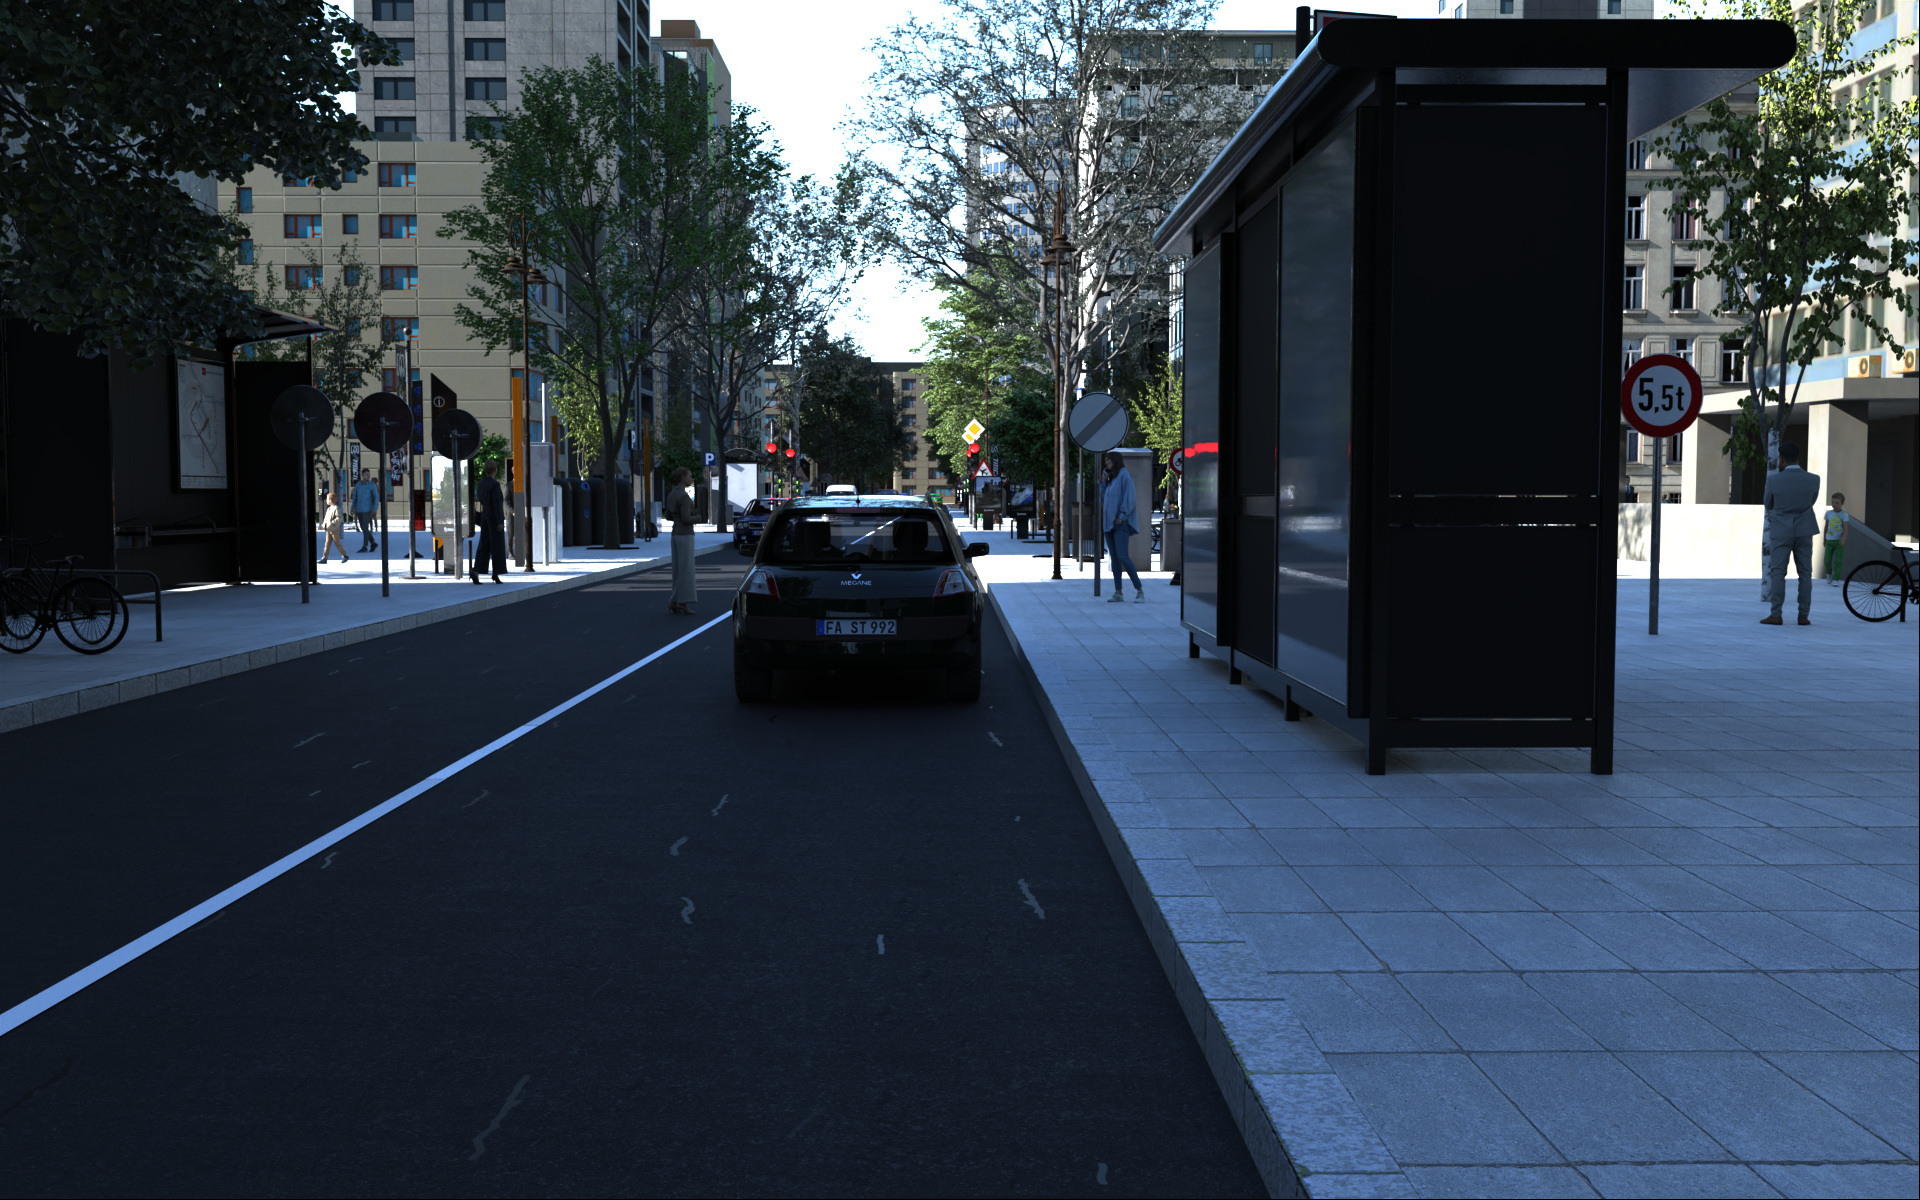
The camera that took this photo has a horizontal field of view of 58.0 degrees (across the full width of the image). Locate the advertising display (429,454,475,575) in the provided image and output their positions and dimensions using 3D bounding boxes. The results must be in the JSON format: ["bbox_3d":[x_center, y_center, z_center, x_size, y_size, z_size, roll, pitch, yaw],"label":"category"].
[{"bbox_3d":[-8.110,-1.374,27.674,0.974,1.923,0.123,3,4,36],"label":"advertising display"}]

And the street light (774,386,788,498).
[{"bbox_3d":[-7.481,-6.102,72.549,0.468,5.910,1.993,0,4,-1],"label":"street light"}]

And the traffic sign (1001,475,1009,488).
[{"bbox_3d":[2.378,-6.008,98.335,0.768,2.556,0.104,0,4,4],"label":"traffic sign"}]

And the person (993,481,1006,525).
[{"bbox_3d":[1.614,-4.109,73.035,0.655,1.846,0.447,1,4,9],"label":"person"}]

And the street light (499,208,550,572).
[{"bbox_3d":[-7.090,-3.398,28.346,0.468,5.910,1.993,0,4,-1],"label":"street light"}]

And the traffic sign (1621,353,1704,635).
[{"bbox_3d":[6.333,-0.956,15.742,0.768,2.556,0.104,0,4,0],"label":"traffic sign"}]

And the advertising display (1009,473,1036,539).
[{"bbox_3d":[1.784,-2.696,49.292,0.123,1.923,0.974,-3,5,-44],"label":"advertising display"}]

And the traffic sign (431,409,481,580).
[{"bbox_3d":[-7.532,-1.576,25.877,0.768,2.556,0.104,0,4,7],"label":"traffic sign"}]

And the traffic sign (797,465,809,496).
[{"bbox_3d":[-7.272,-4.805,78.565,0.884,2.594,0.081,0,4,0],"label":"traffic sign"}]

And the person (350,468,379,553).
[{"bbox_3d":[-12.992,-1.965,38.030,0.638,1.841,0.748,2,4,28],"label":"person"}]

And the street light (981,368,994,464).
[{"bbox_3d":[0.990,-5.560,63.701,0.468,5.910,1.993,0,4,-1],"label":"street light"}]

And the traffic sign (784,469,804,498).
[{"bbox_3d":[-7.409,-4.721,77.189,0.884,2.594,0.081,0,4,2],"label":"traffic sign"}]

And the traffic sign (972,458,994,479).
[{"bbox_3d":[0.853,-3.830,62.624,0.884,2.594,0.081,0,4,0],"label":"traffic sign"}]

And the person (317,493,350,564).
[{"bbox_3d":[-11.536,-1.321,31.910,0.475,1.303,0.640,2,4,30],"label":"person"}]

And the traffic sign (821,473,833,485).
[{"bbox_3d":[-8.076,-6.411,104.928,0.768,2.556,0.104,0,4,8],"label":"traffic sign"}]

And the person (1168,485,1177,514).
[{"bbox_3d":[12.416,-5.838,101.402,0.656,1.842,0.836,2,4,28],"label":"person"}]

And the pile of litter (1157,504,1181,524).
[{"bbox_3d":[9.254,-3.693,74.352,1.719,0.858,1.176,3,5,40],"label":"pile of litter"}]

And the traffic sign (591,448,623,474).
[{"bbox_3d":[-9.361,-2.806,45.890,0.884,2.594,0.081,1,4,8],"label":"traffic sign"}]

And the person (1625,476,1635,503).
[{"bbox_3d":[20.791,-2.940,53.897,0.659,1.850,0.755,0,4,-1],"label":"person"}]

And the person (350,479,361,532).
[{"bbox_3d":[-20.369,-3.203,58.749,0.599,1.781,0.374,2,4,26],"label":"person"}]

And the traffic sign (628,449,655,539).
[{"bbox_3d":[-9.074,-3.014,49.380,0.768,2.556,0.104,0,4,3],"label":"traffic sign"}]

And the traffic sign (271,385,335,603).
[{"bbox_3d":[-7.697,-1.235,20.291,0.768,2.556,0.104,0,4,4],"label":"traffic sign"}]

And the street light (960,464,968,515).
[{"bbox_3d":[0.420,-8.273,108.052,0.468,5.910,1.993,0,4,-1],"label":"street light"}]

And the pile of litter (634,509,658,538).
[{"bbox_3d":[-9.509,-2.243,50.643,1.176,0.858,1.719,2,4,35],"label":"pile of litter"}]

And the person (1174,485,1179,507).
[{"bbox_3d":[14.009,-6.481,111.854,0.795,1.843,0.661,-1,4,-16],"label":"person"}]

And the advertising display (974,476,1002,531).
[{"bbox_3d":[0.992,-3.412,60.997,0.974,1.923,0.123,-1,4,-11],"label":"advertising display"}]

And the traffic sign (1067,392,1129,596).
[{"bbox_3d":[1.725,-1.319,21.670,0.768,2.556,0.104,0,4,8],"label":"traffic sign"}]

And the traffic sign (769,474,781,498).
[{"bbox_3d":[-11.496,-6.612,108.110,0.884,2.594,0.081,0,4,8],"label":"traffic sign"}]

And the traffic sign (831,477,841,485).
[{"bbox_3d":[-9.268,-7.925,129.571,0.884,2.594,0.081,0,3,0],"label":"traffic sign"}]

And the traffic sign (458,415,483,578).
[{"bbox_3d":[-7.658,-1.611,26.452,0.768,2.556,0.104,0,4,6],"label":"traffic sign"}]

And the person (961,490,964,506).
[{"bbox_3d":[0.281,-10.759,182.877,0.530,1.710,0.541,1,4,17],"label":"person"}]

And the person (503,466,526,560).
[{"bbox_3d":[-8.528,-1.699,33.595,0.755,1.850,0.659,3,5,43],"label":"person"}]

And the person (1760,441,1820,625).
[{"bbox_3d":[8.179,-0.664,17.086,0.511,1.800,0.466,0,4,-2],"label":"person"}]

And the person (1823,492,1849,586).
[{"bbox_3d":[12.238,-0.852,24.214,0.306,1.304,0.590,2,4,24],"label":"person"}]

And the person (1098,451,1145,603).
[{"bbox_3d":[1.927,-0.874,20.593,0.793,1.790,0.793,2,4,33],"label":"person"}]

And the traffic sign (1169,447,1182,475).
[{"bbox_3d":[6.000,-2.848,46.671,0.768,2.556,0.104,0,3,0],"label":"traffic sign"}]

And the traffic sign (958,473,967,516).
[{"bbox_3d":[0.285,-6.236,102.059,0.768,2.556,0.104,1,4,8],"label":"traffic sign"}]

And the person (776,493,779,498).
[{"bbox_3d":[-17.733,-9.863,167.327,0.705,1.821,1.348,1,4,13],"label":"person"}]

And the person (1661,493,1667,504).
[{"bbox_3d":[23.250,-2.877,57.361,0.425,1.301,0.394,3,4,38],"label":"person"}]

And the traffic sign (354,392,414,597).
[{"bbox_3d":[-7.183,-1.314,21.586,0.768,2.556,0.104,0,4,5],"label":"traffic sign"}]

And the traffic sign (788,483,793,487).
[{"bbox_3d":[-12.633,-8.032,131.334,0.884,2.594,0.081,0,4,5],"label":"traffic sign"}]

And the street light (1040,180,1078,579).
[{"bbox_3d":[1.463,-3.250,25.925,0.468,5.910,1.993,0,4,-1],"label":"street light"}]

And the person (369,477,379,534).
[{"bbox_3d":[-18.843,-3.018,55.359,0.580,1.828,0.573,-1,4,-12],"label":"person"}]

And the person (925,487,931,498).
[{"bbox_3d":[-1.662,-5.118,92.296,0.853,1.813,0.709,1,4,9],"label":"person"}]

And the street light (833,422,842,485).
[{"bbox_3d":[-7.880,-8.477,111.379,0.468,5.910,1.993,0,4,-1],"label":"street light"}]

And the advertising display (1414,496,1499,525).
[{"bbox_3d":[5.353,-0.831,18.806,0.974,1.923,0.123,3,4,36],"label":"advertising display"}]

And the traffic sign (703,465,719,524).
[{"bbox_3d":[-10.586,-4.501,73.700,0.768,2.556,0.104,0,4,7],"label":"traffic sign"}]

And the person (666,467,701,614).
[{"bbox_3d":[-3.273,-0.711,20.668,0.362,1.759,0.519,-2,4,-34],"label":"person"}]

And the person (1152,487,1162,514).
[{"bbox_3d":[12.859,-6.560,113.691,0.834,1.777,0.661,1,4,11],"label":"person"}]

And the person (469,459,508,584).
[{"bbox_3d":[-6.679,-1.110,24.613,0.576,1.772,0.534,1,4,16],"label":"person"}]

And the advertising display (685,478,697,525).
[{"bbox_3d":[-11.170,-4.080,71.926,0.123,1.923,0.974,-2,4,-32],"label":"advertising display"}]

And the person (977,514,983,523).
[{"bbox_3d":[0.870,-4.020,76.020,0.306,1.304,0.590,-1,4,-17],"label":"person"}]

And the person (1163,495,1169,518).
[{"bbox_3d":[9.816,-4.380,82.342,0.332,1.250,0.352,-2,4,-35],"label":"person"}]

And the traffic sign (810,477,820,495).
[{"bbox_3d":[-10.711,-7.864,128.576,0.884,2.594,0.081,1,4,9],"label":"traffic sign"}]
